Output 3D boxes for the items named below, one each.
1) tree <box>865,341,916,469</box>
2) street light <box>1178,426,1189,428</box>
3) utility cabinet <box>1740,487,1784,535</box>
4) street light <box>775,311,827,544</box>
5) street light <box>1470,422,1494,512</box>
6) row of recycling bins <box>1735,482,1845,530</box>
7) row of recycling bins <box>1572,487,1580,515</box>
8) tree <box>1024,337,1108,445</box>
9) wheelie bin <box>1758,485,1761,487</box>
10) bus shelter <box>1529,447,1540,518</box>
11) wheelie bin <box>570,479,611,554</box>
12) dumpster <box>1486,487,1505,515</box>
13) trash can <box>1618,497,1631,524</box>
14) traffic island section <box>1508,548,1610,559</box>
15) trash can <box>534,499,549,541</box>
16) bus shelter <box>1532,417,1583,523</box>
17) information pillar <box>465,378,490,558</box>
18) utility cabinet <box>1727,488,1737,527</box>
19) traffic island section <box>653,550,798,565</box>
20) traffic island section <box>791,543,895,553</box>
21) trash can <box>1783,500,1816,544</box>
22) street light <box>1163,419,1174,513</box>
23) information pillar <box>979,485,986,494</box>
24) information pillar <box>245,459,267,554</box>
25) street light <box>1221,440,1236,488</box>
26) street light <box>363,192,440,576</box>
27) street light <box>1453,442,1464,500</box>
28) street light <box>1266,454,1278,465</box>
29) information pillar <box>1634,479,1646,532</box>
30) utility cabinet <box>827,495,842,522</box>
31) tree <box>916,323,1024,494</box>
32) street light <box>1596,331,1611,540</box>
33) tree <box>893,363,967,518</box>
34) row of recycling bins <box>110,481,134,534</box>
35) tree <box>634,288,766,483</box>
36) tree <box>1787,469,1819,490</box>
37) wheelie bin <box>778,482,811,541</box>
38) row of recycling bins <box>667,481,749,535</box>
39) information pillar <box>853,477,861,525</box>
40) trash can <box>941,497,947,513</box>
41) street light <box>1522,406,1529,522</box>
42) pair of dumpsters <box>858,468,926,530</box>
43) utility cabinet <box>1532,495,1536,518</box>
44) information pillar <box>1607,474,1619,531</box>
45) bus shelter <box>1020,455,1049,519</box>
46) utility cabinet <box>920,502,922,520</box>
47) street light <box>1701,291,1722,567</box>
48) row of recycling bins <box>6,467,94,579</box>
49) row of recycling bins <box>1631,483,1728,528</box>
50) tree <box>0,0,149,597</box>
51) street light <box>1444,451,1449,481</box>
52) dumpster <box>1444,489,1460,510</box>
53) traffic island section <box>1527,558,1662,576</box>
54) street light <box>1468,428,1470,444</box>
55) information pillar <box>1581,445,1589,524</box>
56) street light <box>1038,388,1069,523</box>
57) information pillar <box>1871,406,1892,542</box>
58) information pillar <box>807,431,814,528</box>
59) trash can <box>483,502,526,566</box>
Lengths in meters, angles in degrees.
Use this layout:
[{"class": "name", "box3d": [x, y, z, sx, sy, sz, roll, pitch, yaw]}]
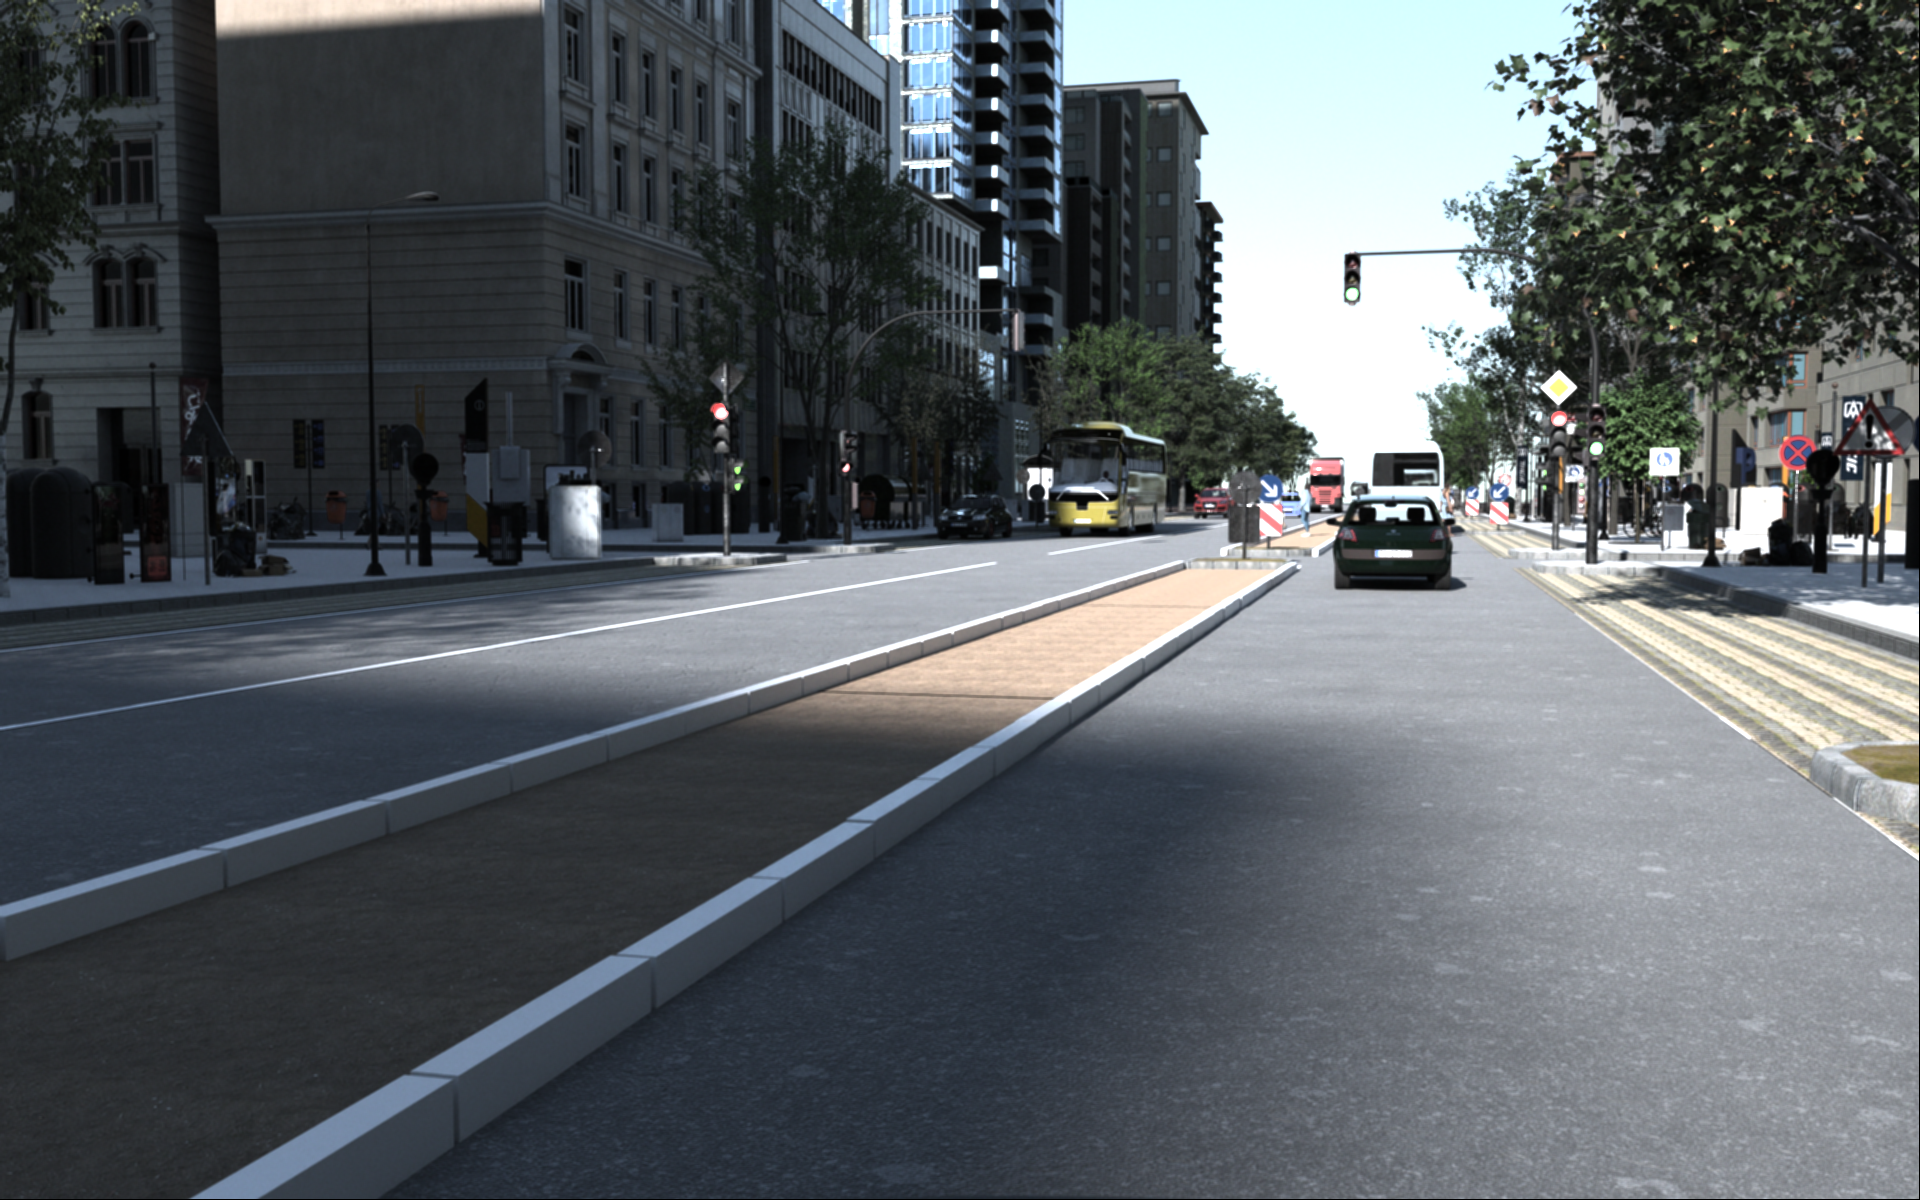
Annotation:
[{"class": "tree", "box3d": [-2.521, -8.018, 81.459, 4.360, 8.622, 3.978, 0, 3, 0]}, {"class": "street light", "box3d": [14.947, -8.918, 118.352, 1.470, 5.913, 1.316, 1, 4, 14]}, {"class": "utility cabinet", "box3d": [24.766, -2.742, 53.509, 1.173, 1.500, 0.318, 2, 4, 29]}, {"class": "street light", "box3d": [-4.052, -4.386, 44.250, 1.470, 5.913, 1.316, 1, 4, 14]}, {"class": "street light", "box3d": [33.827, -8.515, 111.767, 1.470, 5.913, 1.316, 1, 4, 14]}, {"class": "row of recycling bins", "box3d": [28.884, -3.255, 60.329, 3.534, 1.692, 1.069, 3, 5, 40]}, {"class": "row of recycling bins", "box3d": [38.199, -6.027, 105.660, 3.534, 1.692, 1.069, 1, 4, 11]}, {"class": "tree", "box3d": [4.652, -7.971, 80.687, 4.360, 8.622, 3.978, 0, 3, 0]}, {"class": "wheelie bin", "box3d": [28.740, -3.327, 62.305, 0.693, 1.594, 0.980, 2, 4, 30]}, {"class": "bus shelter", "box3d": [30.386, -6.000, 89.378, 1.731, 3.624, 6.357, 1, 4, 14]}, {"class": "wheelie bin", "box3d": [-7.790, -1.732, 36.230, 0.980, 1.594, 0.693, -1, 4, -10]}, {"class": "dumpster", "box3d": [33.418, -6.241, 107.794, 1.264, 1.857, 1.865, 1, 4, 14]}, {"class": "trash can", "box3d": [27.995, -3.774, 73.363, 0.748, 1.137, 0.748, 0, 3, 0]}, {"class": "traffic island section", "box3d": [13.592, -1.052, 39.483, 2.009, 0.180, 2.903, 1, 4, 14]}, {"class": "trash can", "box3d": [-11.260, -2.185, 47.377, 0.748, 1.137, 0.748, 0, 3, 0]}, {"class": "bus shelter", "box3d": [28.012, -6.337, 81.250, 2.179, 5.291, 8.768, 1, 4, 15]}, {"class": "information pillar", "box3d": [-9.721, -2.666, 34.943, 0.504, 3.616, 0.183, 1, 4, 13]}, {"class": "utility cabinet", "box3d": [30.128, -3.613, 67.752, 0.318, 1.500, 1.173, 0, 4, -4]}, {"class": "traffic island section", "box3d": [-4.860, -0.839, 36.004, 2.009, 0.180, 2.903, 1, 4, 14]}, {"class": "traffic island section", "box3d": [-2.857, -1.312, 43.735, 2.009, 0.180, 2.903, 1, 4, 14]}, {"class": "trash can", "box3d": [20.869, -1.922, 43.085, 0.748, 1.137, 0.748, 0, 3, 0]}, {"class": "street light", "box3d": [12.355, -8.273, 107.800, 1.470, 5.913, 1.316, 1, 4, 14]}, {"class": "information pillar", "box3d": [1.326, -6.017, 102.867, 0.304, 2.012, 0.304, -1, 4, -23]}, {"class": "information pillar", "box3d": [-15.013, -1.985, 36.943, 0.304, 2.012, 0.304, 3, 5, 41]}, {"class": "street light", "box3d": [23.135, -10.842, 149.811, 1.470, 5.913, 1.316, 1, 4, 14]}, {"class": "street light", "box3d": [-8.685, -3.328, 26.950, 1.470, 5.913, 1.316, 1, 4, 14]}, {"class": "street light", "box3d": [44.735, -11.069, 153.517, 1.470, 5.913, 1.316, 1, 4, 14]}, {"class": "street light", "box3d": [35.732, -13.841, 198.842, 1.470, 5.913, 1.316, 1, 4, 14]}, {"class": "information pillar", "box3d": [22.872, -3.289, 58.269, 0.304, 2.012, 0.304, 2, 4, 32]}, {"class": "utility cabinet", "box3d": [-5.712, -4.184, 79.573, 1.020, 1.237, 0.306, 2, 4, 27]}, {"class": "tree", "box3d": [0.373, -7.642, 75.311, 4.360, 8.622, 3.978, 0, 3, 0]}, {"class": "street light", "box3d": [17.435, -4.632, 48.268, 1.470, 5.913, 1.316, 1, 4, 14]}, {"class": "tree", "box3d": [-1.493, -8.635, 91.552, 4.737, 8.622, 4.395, 0, 3, 0]}, {"class": "row of recycling bins", "box3d": [-28.548, -3.033, 56.709, 3.534, 1.692, 1.069, 1, 4, 20]}, {"class": "tree", "box3d": [-8.905, -6.750, 60.728, 4.737, 8.622, 4.395, 0, 3, 0]}, {"class": "tree", "box3d": [32.051, -4.316, 65.163, 1.663, 3.219, 1.824, 0, 3, 0]}, {"class": "wheelie bin", "box3d": [-4.518, -2.398, 47.116, 0.980, 1.594, 0.693, 1, 4, 10]}, {"class": "row of recycling bins", "box3d": [-8.074, -2.950, 55.350, 1.069, 1.692, 3.534, 2, 4, 32]}, {"class": "information pillar", "box3d": [-4.317, -4.180, 72.838, 0.304, 2.012, 0.304, -1, 4, -11]}, {"class": "trash can", "box3d": [-1.025, -5.199, 96.665, 0.748, 1.137, 0.748, 0, 3, 0]}, {"class": "street light", "box3d": [25.612, -6.565, 79.883, 1.470, 5.913, 1.316, 1, 4, 14]}, {"class": "pair of dumpsters", "box3d": [-2.558, -3.773, 64.175, 1.574, 2.255, 4.437, 1, 4, 14]}, {"class": "utility cabinet", "box3d": [31.526, -5.116, 94.814, 0.306, 1.237, 1.020, 2, 4, 23]}, {"class": "information pillar", "box3d": [22.522, -3.378, 59.722, 0.304, 2.012, 0.304, 2, 4, 27]}, {"class": "bus shelter", "box3d": [4.746, -6.026, 92.452, 2.014, 3.302, 5.546, 1, 4, 14]}, {"class": "utility cabinet", "box3d": [-2.030, -4.516, 84.994, 0.306, 1.237, 1.020, 1, 4, 16]}, {"class": "street light", "box3d": [12.766, -3.551, 30.596, 1.470, 5.913, 1.316, 1, 4, 14]}, {"class": "row of recycling bins", "box3d": [-14.701, -1.240, 27.379, 3.534, 1.692, 1.069, 3, 5, 44]}, {"class": "row of recycling bins", "box3d": [27.660, -3.639, 66.614, 3.534, 1.692, 1.069, 2, 4, 35]}, {"class": "tree", "box3d": [-12.155, -4.344, 21.387, 4.737, 8.622, 4.395, 0, 3, 0]}, {"class": "street light", "box3d": [52.937, -13.025, 185.497, 1.470, 5.913, 1.316, 1, 4, 14]}, {"class": "dumpster", "box3d": [39.061, -7.970, 138.532, 1.865, 1.857, 1.264, 1, 4, 16]}, {"class": "traffic island section", "box3d": [11.588, -0.579, 31.753, 2.009, 0.180, 2.903, 1, 4, 14]}, {"class": "street light", "box3d": [36.477, -9.141, 121.989, 1.470, 5.913, 1.316, 1, 4, 14]}, {"class": "information pillar", "box3d": [26.847, -5.076, 74.355, 0.183, 3.616, 0.504, -1, 4, -21]}, {"class": "street light", "box3d": [4.066, -6.319, 75.859, 1.470, 5.913, 1.316, 1, 4, 14]}, {"class": "information pillar", "box3d": [24.511, -3.341, 45.988, 0.183, 3.616, 0.504, -1, 4, -15]}, {"class": "information pillar", "box3d": [-5.539, -4.486, 64.695, 0.183, 3.616, 0.504, 1, 4, 22]}, {"class": "trash can", "box3d": [-8.184, -1.191, 31.133, 0.748, 1.137, 0.748, 0, 3, 0]}]
